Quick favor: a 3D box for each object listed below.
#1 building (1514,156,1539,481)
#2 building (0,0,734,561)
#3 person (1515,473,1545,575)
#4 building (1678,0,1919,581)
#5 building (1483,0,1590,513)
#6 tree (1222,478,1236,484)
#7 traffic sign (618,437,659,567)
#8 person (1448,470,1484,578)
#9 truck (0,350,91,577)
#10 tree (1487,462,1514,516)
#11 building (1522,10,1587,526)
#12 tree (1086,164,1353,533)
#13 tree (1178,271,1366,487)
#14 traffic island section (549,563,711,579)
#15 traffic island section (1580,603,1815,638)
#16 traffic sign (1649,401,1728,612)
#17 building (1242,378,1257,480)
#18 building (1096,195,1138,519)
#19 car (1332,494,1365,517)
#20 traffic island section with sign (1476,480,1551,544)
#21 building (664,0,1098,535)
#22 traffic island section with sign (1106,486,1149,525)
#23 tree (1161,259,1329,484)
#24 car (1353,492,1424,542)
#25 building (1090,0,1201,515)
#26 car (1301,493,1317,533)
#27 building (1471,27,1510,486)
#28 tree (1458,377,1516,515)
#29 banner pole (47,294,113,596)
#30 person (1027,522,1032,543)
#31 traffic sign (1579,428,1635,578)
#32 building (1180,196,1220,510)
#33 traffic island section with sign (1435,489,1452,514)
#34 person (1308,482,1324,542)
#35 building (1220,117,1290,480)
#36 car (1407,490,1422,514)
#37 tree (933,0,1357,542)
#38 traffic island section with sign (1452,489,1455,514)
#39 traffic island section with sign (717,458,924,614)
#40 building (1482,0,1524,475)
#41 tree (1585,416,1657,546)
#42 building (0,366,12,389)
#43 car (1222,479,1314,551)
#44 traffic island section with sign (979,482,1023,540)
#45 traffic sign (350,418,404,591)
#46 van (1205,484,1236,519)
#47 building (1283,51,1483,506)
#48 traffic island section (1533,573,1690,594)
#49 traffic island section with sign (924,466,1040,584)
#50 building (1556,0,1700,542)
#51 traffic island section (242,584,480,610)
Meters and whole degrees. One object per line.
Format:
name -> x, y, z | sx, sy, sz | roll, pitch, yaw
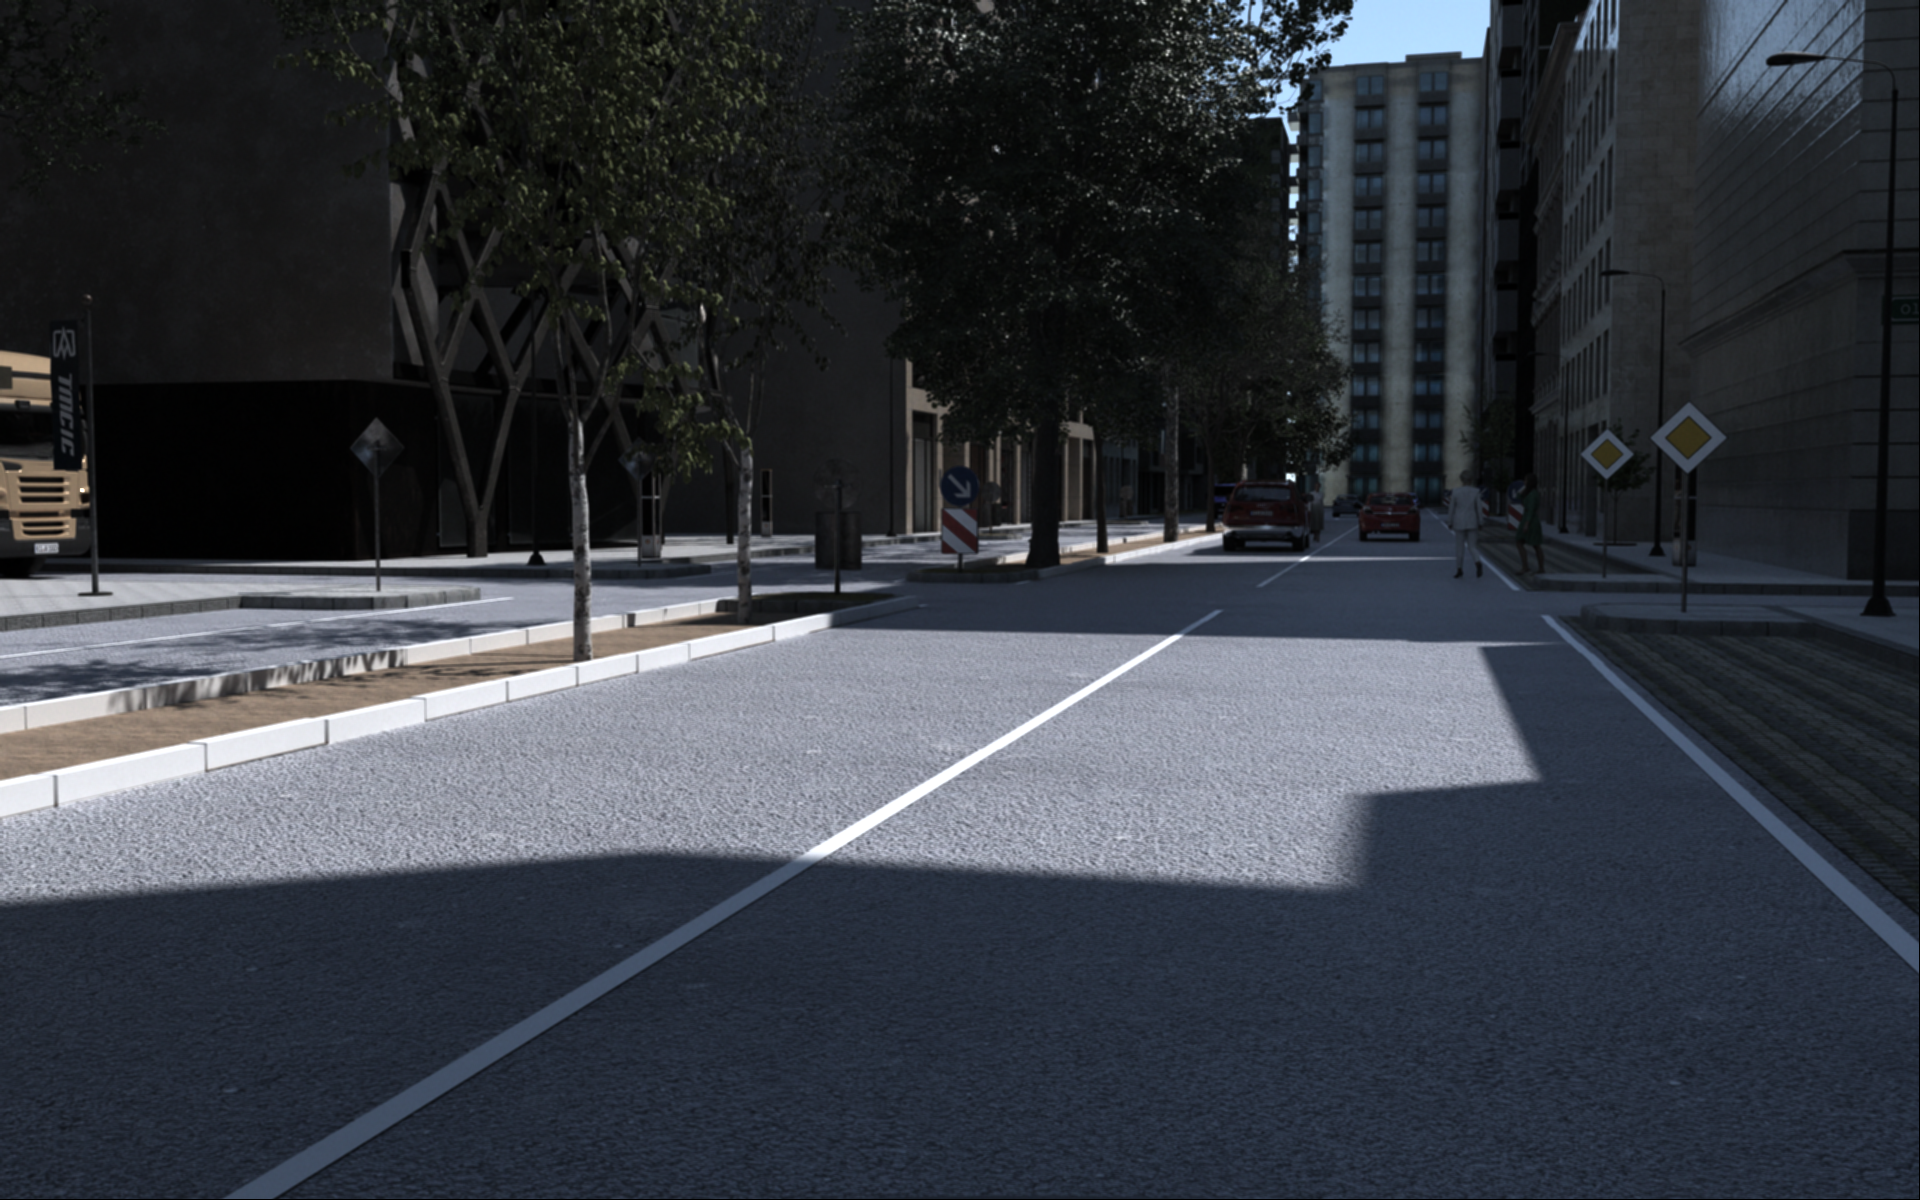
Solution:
building -> 35.461, -15.840, 88.662 | 12.332, 23.373, 15.834 | 1, 4, 15
building -> -14.444, -10.671, 41.919 | 16.820, 18.784, 16.811 | 1, 4, 15
person -> 9.994, -1.319, 30.305 | 0.529, 1.795, 0.600 | 1, 4, 14
building -> 35.950, -15.335, 27.149 | 44.131, 29.872, 17.030 | 1, 4, 15
building -> 47.034, -41.510, 116.938 | 20.563, 71.187, 20.611 | 1, 4, 15
tree -> 22.551, -10.138, 149.468 | 4.285, 4.588, 4.351 | 0, 3, 0
traffic sign -> -5.657, -1.644, 30.515 | 0.795, 2.450, 0.064 | 1, 4, 15
person -> 8.578, -1.279, 29.285 | 0.514, 1.842, 0.818 | 0, 4, -7
truck -> -19.964, -2.510, 29.951 | 11.283, 4.237, 2.839 | 1, 4, 15
tree -> 32.425, -6.633, 103.055 | 1.663, 3.219, 1.824 | 0, 3, 0
building -> 29.681, -14.368, 71.077 | 11.583, 22.565, 21.152 | 1, 4, 15
tree -> 9.334, -9.247, 64.013 | 12.009, 13.543, 11.850 | 0, 3, 0
tree -> 15.512, -10.265, 87.293 | 9.611, 12.733, 9.660 | 0, 3, 0
traffic island section -> -5.682, -0.508, 30.583 | 2.009, 0.180, 2.903 | 1, 4, 15
traffic island section -> 7.879, 0.212, 18.810 | 2.009, 0.180, 2.903 | 1, 4, 15
traffic sign -> 7.854, -0.923, 18.739 | 0.795, 2.450, 0.064 | 1, 4, 15
building -> 13.225, -19.812, 168.973 | 28.899, 21.520, 27.650 | 1, 4, 15
building -> 3.546, -14.794, 96.638 | 10.420, 20.320, 16.860 | 1, 4, 15
car -> 24.378, -5.916, 108.733 | 2.014, 1.417, 4.499 | 1, 4, 16
traffic island section with sign -> 16.221, -2.577, 50.766 | 1.989, 1.847, 2.006 | 1, 4, 15
building -> -6.707, -16.397, 72.610 | 19.350, 26.468, 34.151 | 1, 4, 15
traffic island section with sign -> 7.749, -4.416, 80.835 | 1.989, 1.847, 2.006 | 1, 4, 15
tree -> 12.278, -9.020, 75.689 | 9.928, 11.665, 9.643 | 0, 3, 0
car -> 13.351, -2.745, 53.924 | 2.155, 1.783, 4.494 | 1, 4, 13
building -> 4.678, -28.450, 119.786 | 22.147, 44.769, 28.867 | 1, 4, 15
car -> 12.451, -3.400, 64.625 | 2.155, 1.783, 4.494 | 1, 4, 16
building -> 56.020, -31.343, 162.575 | 14.600, 45.320, 14.200 | 1, 4, 15
tree -> 33.513, -9.663, 108.352 | 4.737, 8.622, 4.395 | 0, 3, 0
banner pole -> -11.173, -1.951, 21.915 | 0.863, 3.779, 0.401 | 1, 4, 20
person -> 2.170, -2.343, 47.160 | 0.624, 1.780, 0.694 | 1, 4, 18
traffic sign -> 9.866, -1.396, 26.468 | 0.795, 2.450, 0.064 | 1, 4, 15
building -> 13.332, -22.534, 140.137 | 14.160, 30.474, 14.107 | 1, 4, 15
traffic island section with sign -> 35.625, -7.138, 125.340 | 1.989, 1.847, 2.006 | 1, 4, 15
person -> 10.758, -2.664, 52.285 | 0.478, 1.798, 0.641 | 1, 4, 16
building -> 29.066, -31.137, 192.682 | 14.086, 41.232, 14.154 | 1, 4, 15
car -> 31.122, -6.784, 120.511 | 1.945, 1.707, 3.694 | 1, 4, 14
tree -> 5.279, -11.829, 51.752 | 12.611, 20.169, 13.585 | 0, 3, 0
traffic island section with sign -> 23.011, -4.173, 76.855 | 1.989, 1.847, 2.006 | 1, 4, 15
traffic island section with sign -> -1.719, -0.820, 21.548 | 2.006, 1.907, 1.989 | 1, 4, 15
building -> 57.157, -33.701, 140.250 | 28.713, 52.752, 27.495 | 1, 4, 15
tree -> 16.346, -2.969, 43.140 | 1.663, 3.219, 1.824 | 0, 3, 0
building -> -29.507, -22.076, 15.567 | 28.867, 44.769, 22.147 | 1, 4, 15
car -> 7.991, -2.218, 44.938 | 2.281, 1.827, 5.304 | 1, 4, 14
traffic island section with sign -> 0.902, -2.808, 54.541 | 1.989, 1.847, 2.006 | 1, 4, 15
traffic sign -> -7.669, -1.171, 22.787 | 0.795, 2.450, 0.064 | 1, 4, 15
van -> 15.380, -5.827, 99.658 | 2.240, 2.365, 5.245 | 1, 4, 14
building -> 51.706, -34.949, 191.021 | 30.456, 49.044, 23.786 | 1, 4, 15
traffic island section -> 9.891, -0.260, 26.539 | 2.009, 0.180, 2.903 | 1, 4, 15
traffic island section with sign -> 0.157, -1.259, 28.715 | 2.006, 1.907, 1.989 | 1, 4, 15
building -> 24.573, -12.117, 52.871 | 10.420, 20.320, 16.860 | 1, 4, 15
traffic island section -> -7.694, -0.035, 22.855 | 2.009, 0.180, 2.903 | 1, 4, 15
